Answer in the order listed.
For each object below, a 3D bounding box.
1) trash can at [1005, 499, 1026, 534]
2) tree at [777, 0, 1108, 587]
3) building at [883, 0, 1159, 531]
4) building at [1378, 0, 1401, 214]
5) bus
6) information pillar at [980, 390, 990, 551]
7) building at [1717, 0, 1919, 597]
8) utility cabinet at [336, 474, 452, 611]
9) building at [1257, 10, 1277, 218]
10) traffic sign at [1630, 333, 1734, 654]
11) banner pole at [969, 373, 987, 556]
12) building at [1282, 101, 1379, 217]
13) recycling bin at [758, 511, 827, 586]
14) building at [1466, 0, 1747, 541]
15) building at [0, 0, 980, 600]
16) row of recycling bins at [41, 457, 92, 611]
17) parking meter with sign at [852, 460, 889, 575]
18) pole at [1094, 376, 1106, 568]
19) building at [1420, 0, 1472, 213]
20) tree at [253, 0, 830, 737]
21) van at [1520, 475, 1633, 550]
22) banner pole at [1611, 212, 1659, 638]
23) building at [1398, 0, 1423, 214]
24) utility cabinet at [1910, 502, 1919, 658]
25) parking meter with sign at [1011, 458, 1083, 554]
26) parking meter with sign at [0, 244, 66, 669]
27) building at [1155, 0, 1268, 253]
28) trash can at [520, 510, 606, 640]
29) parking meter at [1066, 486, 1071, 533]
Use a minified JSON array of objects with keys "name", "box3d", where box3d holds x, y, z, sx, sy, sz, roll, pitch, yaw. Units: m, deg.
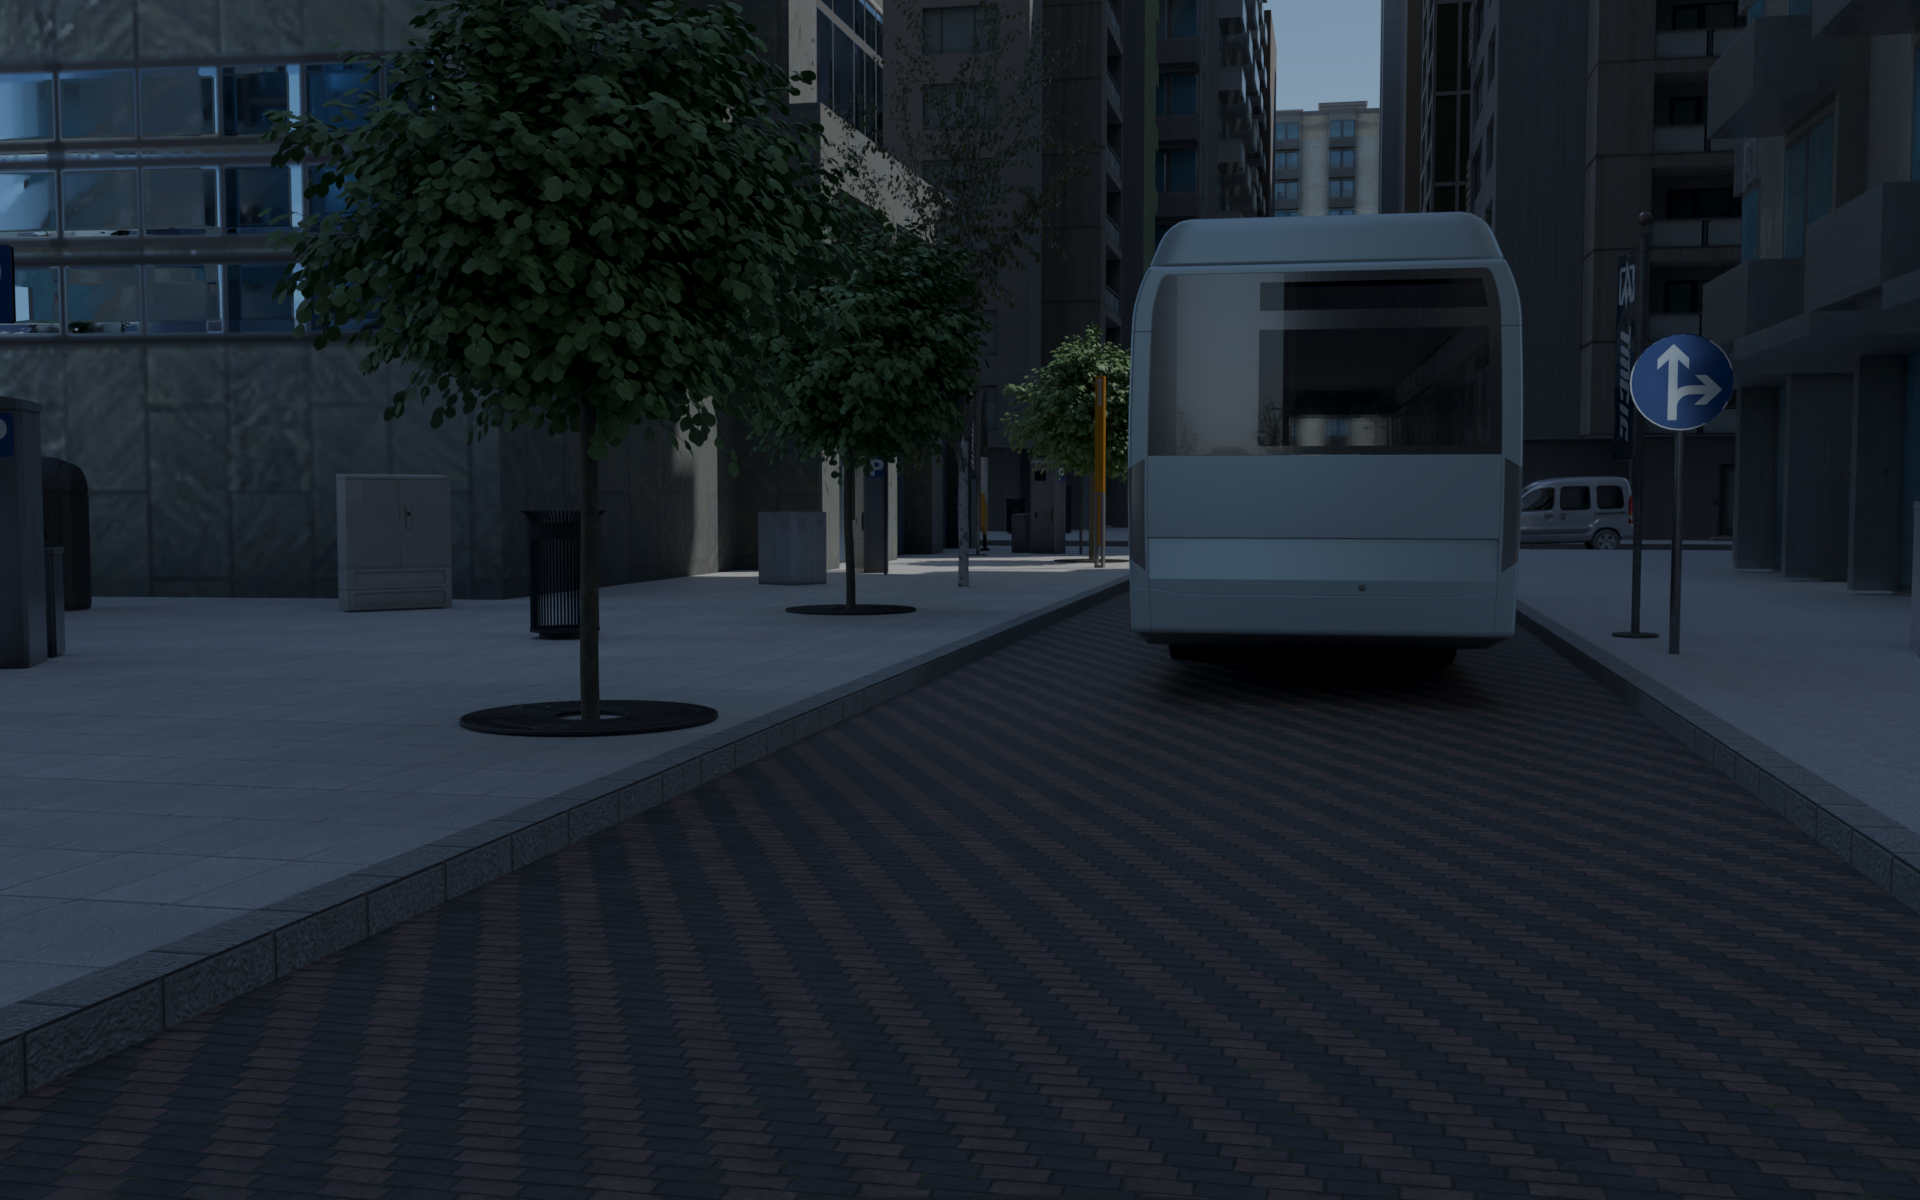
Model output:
[{"name":"trash can","box3d":[1.781,-2.684,55.533,0.748,1.137,0.748,0,3,0]},{"name":"tree","box3d":[-0.190,-4.491,23.787,4.360,8.622,3.978,0,3,0]},{"name":"building","box3d":[-0.287,-23.306,64.652,14.154,41.232,14.086,1,4,12]},{"name":"building","box3d":[53.384,-38.813,176.583,21.231,58.520,28.212,1,4,12]},{"name":"bus","box3d":[3.599,-1.414,17.983,2.948,3.499,13.247,1,4,10]},{"name":"information pillar","box3d":[0.549,-2.909,38.915,0.183,3.616,0.504,1,4,10]},{"name":"building","box3d":[21.355,-24.313,17.125,23.786,49.044,30.456,1,4,12]},{"name":"utility cabinet","box3d":[-6.242,-0.640,19.146,1.173,1.500,0.318,-3,5,-40]},{"name":"building","box3d":[21.801,-31.195,160.140,14.600,45.320,14.200,1,4,12]},{"name":"traffic sign","box3d":[5.735,-0.839,13.830,0.768,2.556,0.104,1,4,18]},{"name":"banner pole","box3d":[0.306,-2.796,35.729,0.401,3.779,0.863,1,4,16]},{"name":"building","box3d":[46.927,-36.366,214.198,30.456,49.044,23.786,1,4,12]},{"name":"recycling bin","box3d":[-2.392,-0.745,24.735,0.722,1.027,0.722,3,4,38]},{"name":"building","box3d":[22.993,-22.513,51.683,14.086,41.232,14.154,1,4,12]},{"name":"building","box3d":[-17.042,-43.955,31.332,31.000,86.520,22.319,1,4,12]},{"name":"row of recycling bins","box3d":[-10.577,-0.660,17.907,1.069,1.692,3.534,1,4,22]},{"name":"parking meter with sign","box3d":[-1.424,-1.960,28.313,0.543,3.016,1.738,-1,4,-17]},{"name":"pole","box3d":[2.432,-2.215,30.055,0.158,3.312,0.155,0,3,0]},{"name":"building","box3d":[37.298,-40.881,106.655,20.563,71.187,20.611,1,4,12]},{"name":"tree","box3d":[-2.027,-1.587,9.653,4.285,4.588,4.351,0,3,0]},{"name":"van","box3d":[14.036,-2.120,41.678,4.112,2.044,2.013,1,4,13]},{"name":"banner pole","box3d":[6.075,-1.570,15.695,0.401,3.779,0.863,0,4,0]},{"name":"building","box3d":[39.858,-29.263,128.568,14.600,45.320,14.200,1,4,12]},{"name":"utility cabinet","box3d":[7.864,-0.169,13.929,0.306,1.237,1.020,2,4,25]},{"name":"parking meter with sign","box3d":[1.901,-2.510,37.301,1.738,3.016,0.543,2,4,35]},{"name":"parking meter with sign","box3d":[-7.116,-1.019,12.914,0.543,3.016,1.738,-1,4,-16]},{"name":"building","box3d":[12.857,-31.750,138.726,23.786,49.044,30.456,1,4,12]},{"name":"trash can","box3d":[-3.526,-0.231,15.429,0.748,1.137,0.748,0,3,0]},{"name":"parking meter","box3d":[3.456,-2.950,56.638,0.372,1.533,0.369,0,3,0]}]
